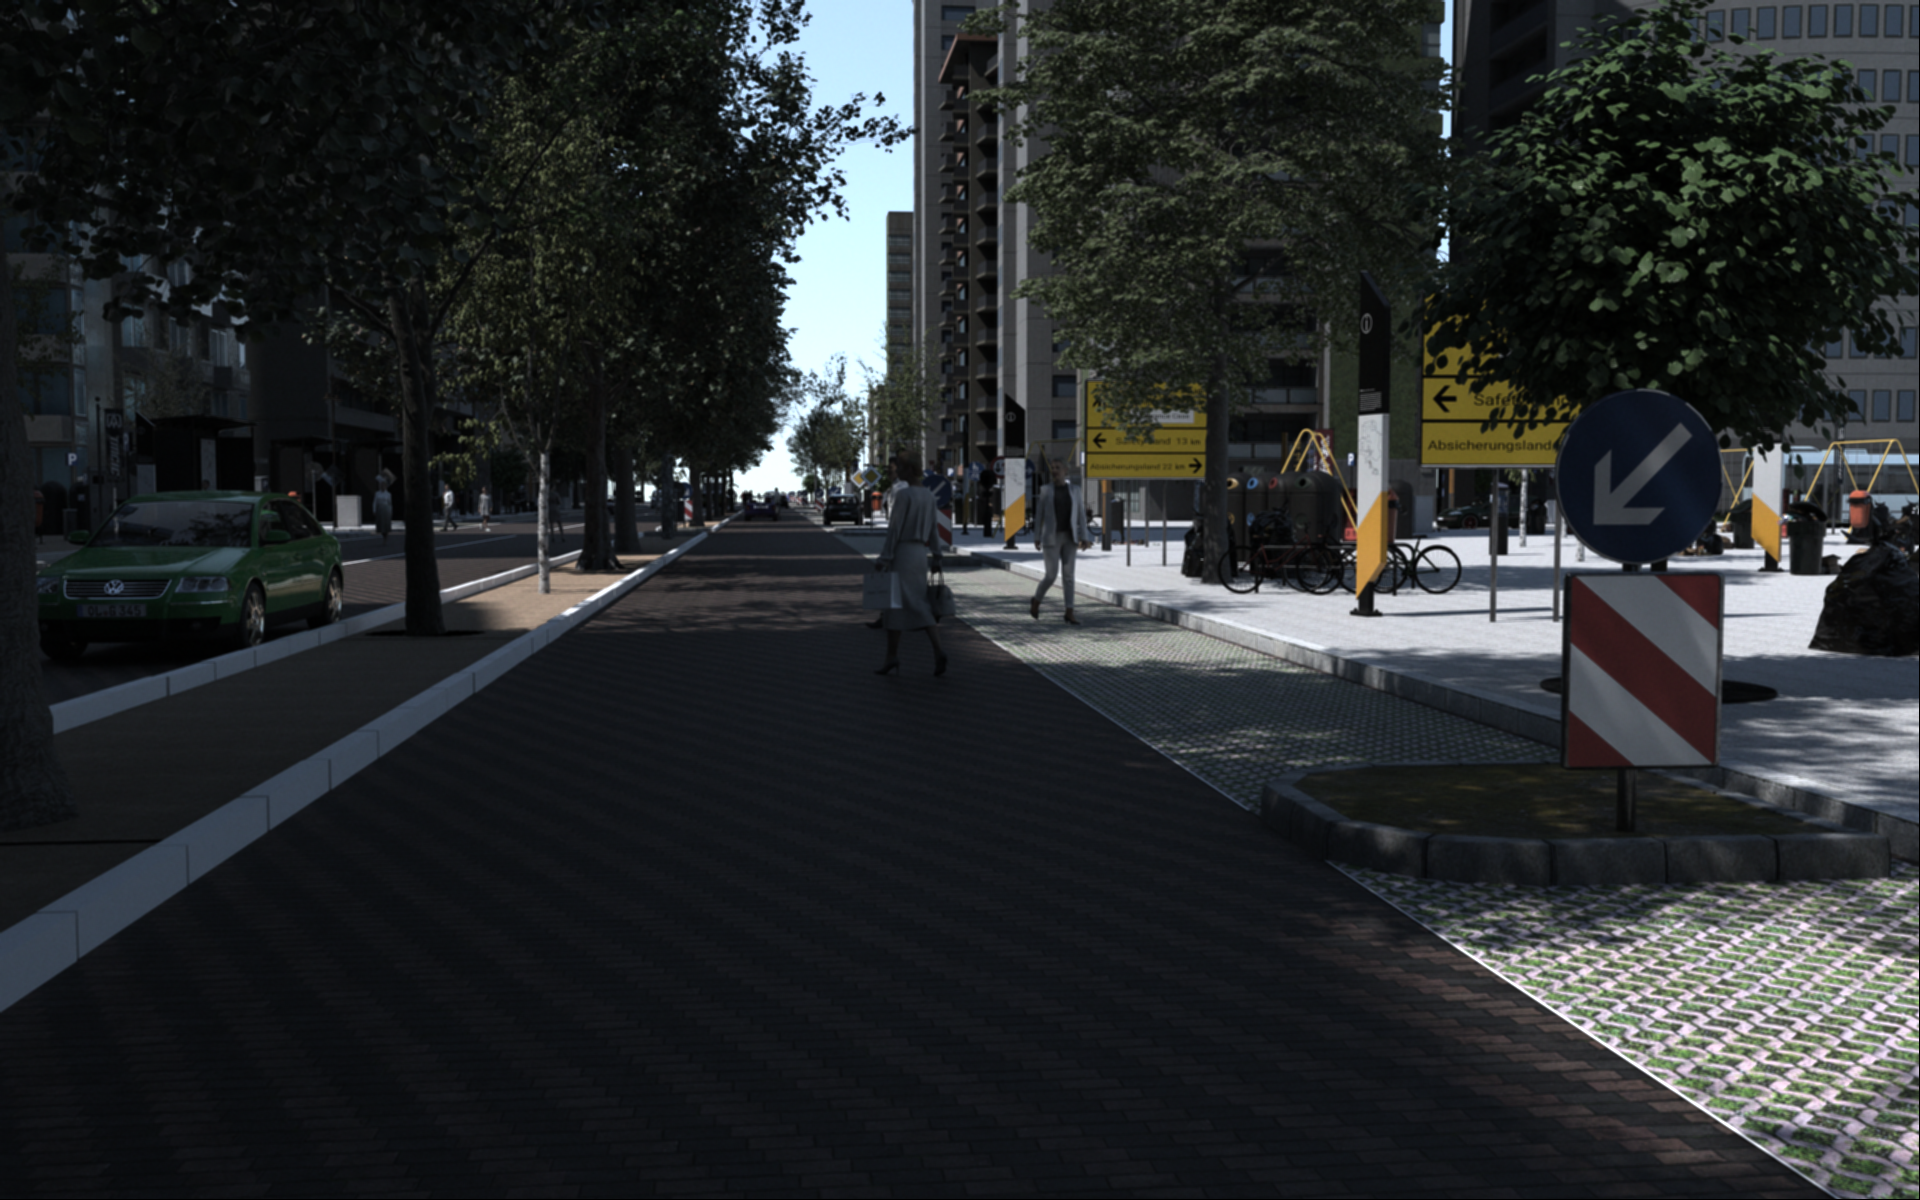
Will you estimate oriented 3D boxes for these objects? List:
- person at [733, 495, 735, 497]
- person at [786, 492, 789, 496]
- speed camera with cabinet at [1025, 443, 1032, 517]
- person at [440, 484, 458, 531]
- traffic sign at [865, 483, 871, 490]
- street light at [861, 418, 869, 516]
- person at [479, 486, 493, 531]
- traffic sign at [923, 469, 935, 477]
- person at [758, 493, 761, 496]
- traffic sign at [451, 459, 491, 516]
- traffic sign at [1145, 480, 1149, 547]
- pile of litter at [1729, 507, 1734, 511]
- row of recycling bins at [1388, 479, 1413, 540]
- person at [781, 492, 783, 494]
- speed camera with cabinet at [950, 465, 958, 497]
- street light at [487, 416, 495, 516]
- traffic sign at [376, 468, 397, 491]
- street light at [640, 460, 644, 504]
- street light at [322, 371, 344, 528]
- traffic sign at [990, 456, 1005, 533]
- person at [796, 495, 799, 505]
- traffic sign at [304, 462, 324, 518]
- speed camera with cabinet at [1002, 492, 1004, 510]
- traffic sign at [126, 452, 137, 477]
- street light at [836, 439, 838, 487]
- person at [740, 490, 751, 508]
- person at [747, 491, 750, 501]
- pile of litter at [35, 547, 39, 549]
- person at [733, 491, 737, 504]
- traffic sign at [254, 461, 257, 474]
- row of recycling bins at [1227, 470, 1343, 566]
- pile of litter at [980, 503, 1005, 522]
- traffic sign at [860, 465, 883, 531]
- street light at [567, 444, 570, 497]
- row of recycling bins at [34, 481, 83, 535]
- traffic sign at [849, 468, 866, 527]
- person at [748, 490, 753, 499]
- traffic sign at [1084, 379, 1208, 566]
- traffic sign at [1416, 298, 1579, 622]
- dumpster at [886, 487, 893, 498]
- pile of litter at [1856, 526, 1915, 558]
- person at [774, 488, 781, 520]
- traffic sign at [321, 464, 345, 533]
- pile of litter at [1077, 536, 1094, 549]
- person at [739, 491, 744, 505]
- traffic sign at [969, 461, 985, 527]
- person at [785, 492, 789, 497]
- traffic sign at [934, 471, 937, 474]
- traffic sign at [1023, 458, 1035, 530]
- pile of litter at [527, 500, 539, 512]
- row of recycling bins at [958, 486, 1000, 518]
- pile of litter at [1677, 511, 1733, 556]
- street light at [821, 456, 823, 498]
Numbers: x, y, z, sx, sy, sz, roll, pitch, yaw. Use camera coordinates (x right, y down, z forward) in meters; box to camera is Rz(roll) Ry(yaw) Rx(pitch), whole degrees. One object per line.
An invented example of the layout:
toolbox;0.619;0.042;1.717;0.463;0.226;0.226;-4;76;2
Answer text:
person;-37.776;-16.960;286.531;1.217;1.736;0.721;-2;4;-24
person;-29.510;-17.674;298.178;1.217;1.736;0.721;-3;4;-38
speed camera with cabinet;3.168;-4.477;67.528;2.038;3.252;0.660;-2;4;-27
person;-19.900;-3.594;67.368;0.679;1.850;0.850;3;5;43
traffic sign;-5.292;-6.231;101.976;0.768;2.556;0.104;0;4;-3
street light;-5.722;-7.988;103.383;0.468;5.910;1.993;0;4;-6
person;-18.357;-3.525;66.889;0.760;1.731;0.466;3;4;39
traffic sign;-1.644;-5.451;89.232;0.768;2.556;0.104;0;4;1
person;-33.381;-17.018;288.205;0.593;1.643;0.415;-2;4;-33
traffic sign;-28.519;-6.550;100.971;2.265;3.308;0.079;0;4;-4
traffic sign;4.526;-2.553;41.844;0.768;2.556;0.104;0;4;3
pile of litter;26.000;-2.689;57.923;1.176;0.858;1.719;-3;5;-41
row of recycling bins;12.659;-2.644;50.340;1.069;1.692;3.534;1;4;11
person;-22.835;-13.065;222.794;1.217;1.739;0.721;2;4;27
speed camera with cabinet;-0.450;-7.715;120.472;0.660;3.252;2.038;0;4;3
street light;-27.902;-7.985;103.335;0.468;5.910;1.993;0;4;-6
traffic sign;-21.647;-3.775;65.369;0.795;2.450;0.064;0;4;-6
street light;-41.095;-15.369;224.072;0.468;5.910;1.993;0;4;-6
street light;-23.604;-5.660;65.328;0.468;5.910;1.993;0;4;-6
traffic sign;1.372;-3.524;57.726;0.768;2.556;0.104;0;4;-3
person;-21.343;-13.453;229.012;0.434;1.755;0.990;-2;4;-34
traffic sign;-25.703;-4.209;68.921;0.768;2.556;0.104;0;4;-1
speed camera with cabinet;3.307;-7.163;111.447;2.038;3.252;0.660;-3;5;-44
traffic sign;-24.526;-3.159;51.754;0.768;2.556;0.104;0;4;-1
street light;-10.074;-10.312;141.385;0.468;5.910;1.993;0;4;-6
person;-20.193;-9.471;163.378;1.348;1.821;0.705;-2;4;-30
person;-23.553;-11.277;193.555;0.721;1.739;1.217;0;4;3
pile of litter;-22.111;-1.579;39.774;1.719;0.858;1.176;-2;4;-33
person;-33.698;-15.376;259.881;0.705;1.826;1.348;1;4;20
traffic sign;-23.621;-3.494;57.240;0.768;2.556;0.104;0;4;2
row of recycling bins;5.804;-1.500;31.633;1.069;1.692;3.534;-1;4;-20
pile of litter;1.415;-4.092;80.862;1.719;0.858;1.176;0;4;4
traffic sign;-3.037;-3.407;59.344;0.795;2.450;0.064;0;4;-6
street light;-32.099;-10.338;141.815;0.468;5.910;1.993;0;4;-6
row of recycling bins;-28.848;-2.896;54.463;3.534;1.692;1.069;0;4;7
traffic sign;-3.906;-3.892;67.282;0.795;2.450;0.064;0;4;-6
person;-22.479;-10.915;186.598;0.705;1.869;1.348;-3;4;-38
traffic sign;3.317;-2.251;30.670;2.265;3.308;0.079;0;4;-4
traffic sign;5.665;-1.431;17.272;2.265;3.308;0.079;0;4;-2
dumpster;-3.942;-6.296;108.693;1.264;1.857;1.865;0;4;-6
pile of litter;18.821;-1.295;35.145;1.176;0.858;1.719;3;5;43
person;-10.169;-5.368;96.491;0.478;1.798;0.641;-2;4;-29
traffic sign;-20.778;-3.290;57.431;0.795;2.450;0.064;0;4;-6
pile of litter;2.661;-1.659;41.098;1.176;0.858;1.719;2;4;30
person;-29.552;-13.917;235.974;1.348;1.831;0.705;1;4;23
traffic sign;0.605;-4.119;67.450;0.768;2.556;0.104;0;4;3
person;-27.143;-15.869;268.675;1.217;1.735;0.721;0;4;-4
traffic sign;-1.489;-5.829;95.411;0.768;2.556;0.104;0;4;3
traffic sign;2.265;-3.724;60.991;0.768;2.556;0.104;0;4;-2
pile of litter;-30.651;-6.707;123.626;1.719;0.858;1.176;-1;4;-11
row of recycling bins;0.982;-5.392;95.273;1.069;1.692;3.534;-3;4;-37
pile of litter;15.429;-1.376;36.464;1.719;0.858;1.176;-2;4;-34
street light;-14.284;-12.664;179.847;0.468;5.910;1.993;0;4;-6
